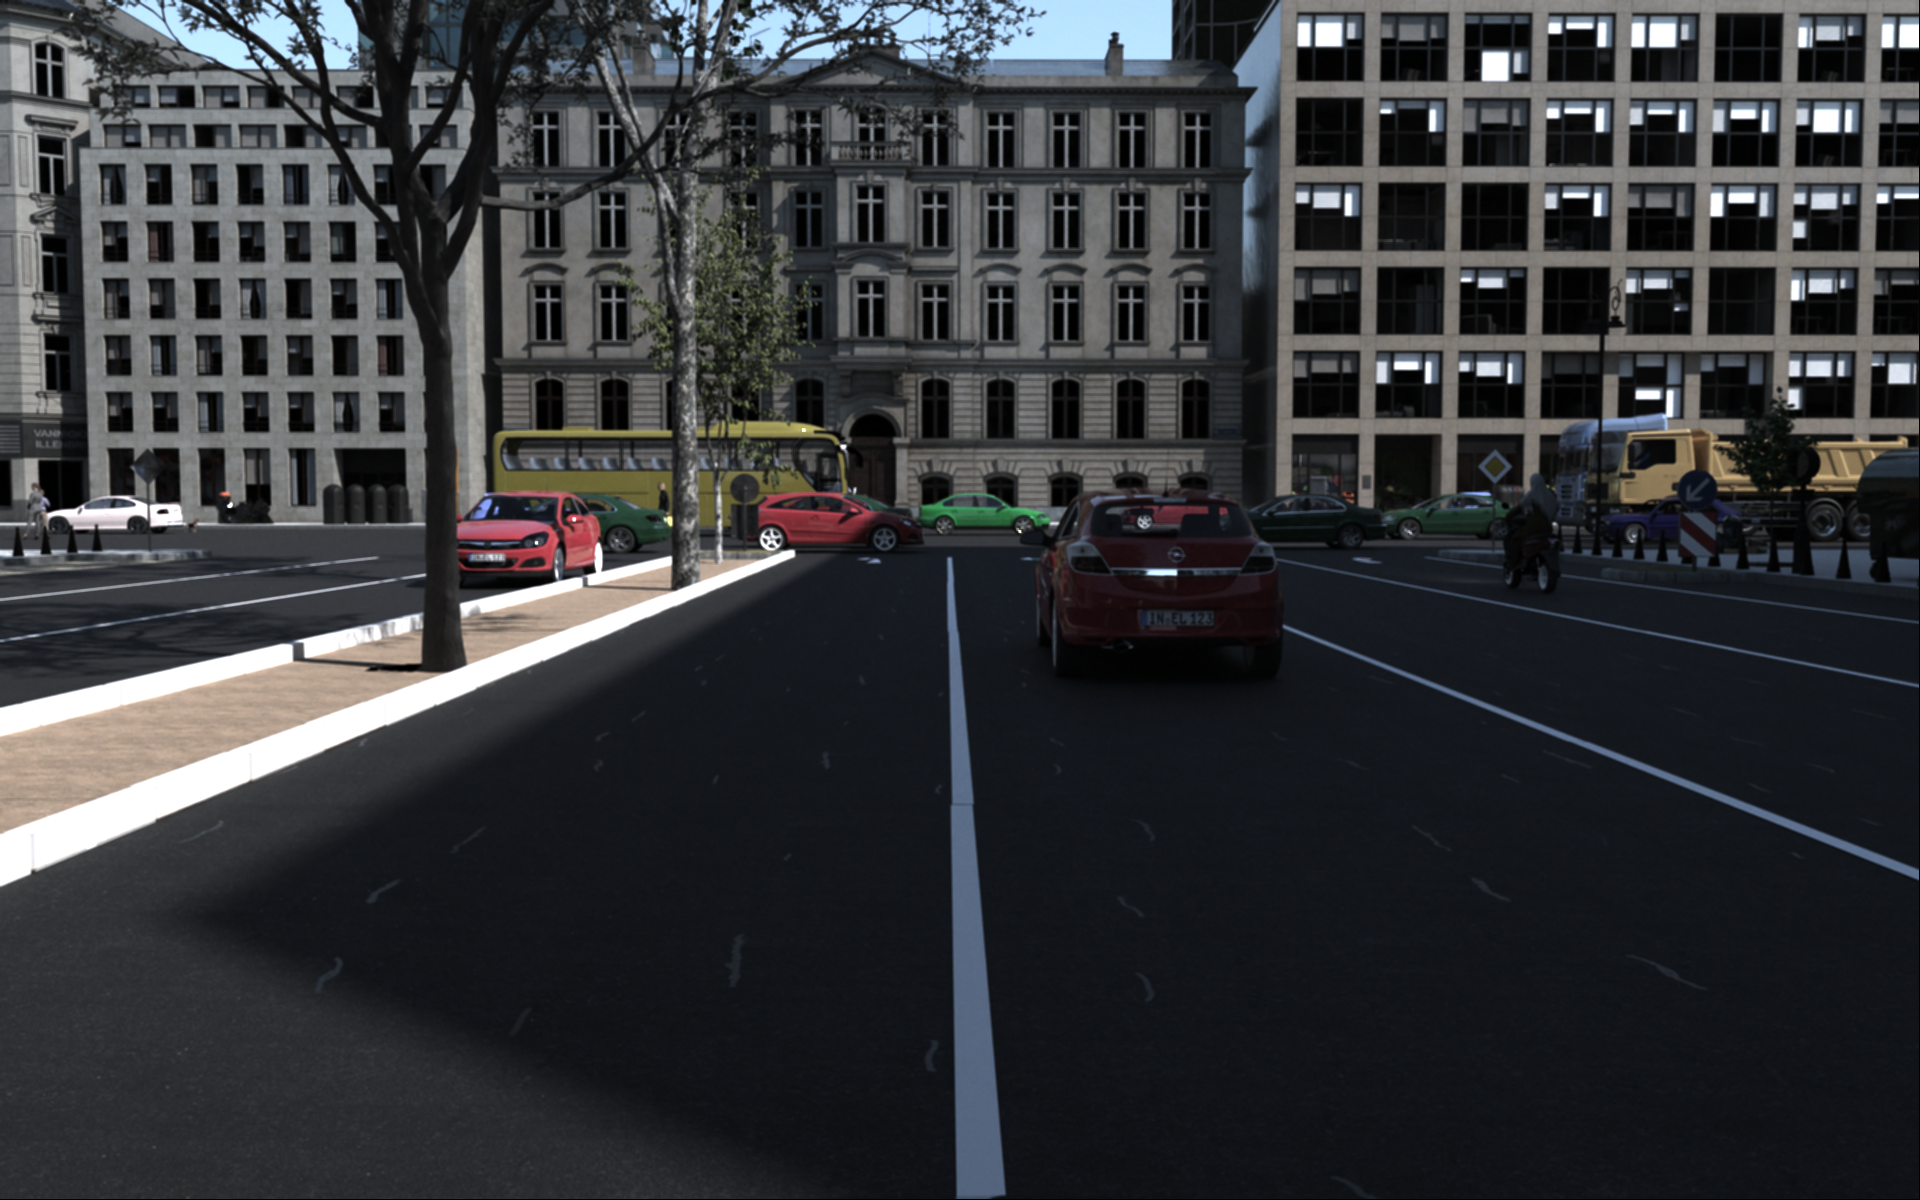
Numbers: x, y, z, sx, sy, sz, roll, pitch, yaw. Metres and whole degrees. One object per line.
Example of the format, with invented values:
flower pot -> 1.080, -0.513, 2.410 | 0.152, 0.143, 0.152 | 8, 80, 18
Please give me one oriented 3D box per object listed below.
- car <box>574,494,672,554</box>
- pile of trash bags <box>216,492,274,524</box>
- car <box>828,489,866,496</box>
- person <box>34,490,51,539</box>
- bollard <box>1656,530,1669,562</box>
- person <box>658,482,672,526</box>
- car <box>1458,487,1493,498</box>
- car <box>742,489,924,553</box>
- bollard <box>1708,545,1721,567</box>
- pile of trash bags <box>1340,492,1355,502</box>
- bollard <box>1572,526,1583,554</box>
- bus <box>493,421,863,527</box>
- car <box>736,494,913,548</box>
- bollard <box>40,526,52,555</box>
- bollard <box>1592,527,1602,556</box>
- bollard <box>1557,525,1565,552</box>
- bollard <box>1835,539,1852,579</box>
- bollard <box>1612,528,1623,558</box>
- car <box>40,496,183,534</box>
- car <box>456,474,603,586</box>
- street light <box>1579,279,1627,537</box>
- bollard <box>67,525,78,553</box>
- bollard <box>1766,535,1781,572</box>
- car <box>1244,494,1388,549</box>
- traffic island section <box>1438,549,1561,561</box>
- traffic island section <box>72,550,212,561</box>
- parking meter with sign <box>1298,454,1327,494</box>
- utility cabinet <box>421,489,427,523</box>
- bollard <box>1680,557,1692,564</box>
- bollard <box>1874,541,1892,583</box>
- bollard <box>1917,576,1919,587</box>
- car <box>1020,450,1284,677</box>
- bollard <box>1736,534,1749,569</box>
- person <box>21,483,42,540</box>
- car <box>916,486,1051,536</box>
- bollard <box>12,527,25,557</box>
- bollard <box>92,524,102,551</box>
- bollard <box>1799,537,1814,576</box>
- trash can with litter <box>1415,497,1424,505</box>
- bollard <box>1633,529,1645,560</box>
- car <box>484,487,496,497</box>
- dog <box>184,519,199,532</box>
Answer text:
car -> -9.569, -1.876, 42.463 | 4.920, 1.459, 2.131 | 0, 4, -2
pile of trash bags -> -31.131, -3.972, 74.697 | 3.447, 1.369, 1.912 | 3, 5, 43
car -> -4.746, -2.886, 56.231 | 4.494, 1.783, 2.155 | 0, 4, 1
person -> -29.451, -2.751, 55.539 | 0.516, 1.574, 0.319 | 0, 4, 3
bollard -> 13.342, -1.030, 32.889 | 0.229, 0.601, 0.229 | 0, 3, 0
person -> -9.259, -2.773, 54.048 | 0.699, 1.804, 1.509 | 0, 4, -5
car -> 20.531, -3.630, 68.939 | 1.945, 1.707, 3.694 | 0, 4, 1
car -> -3.123, -2.061, 42.737 | 4.494, 1.783, 2.155 | 0, 3, 0
bollard -> 13.359, -0.894, 30.661 | 0.229, 0.601, 0.229 | 0, 3, 0
pile of trash bags -> 15.073, -3.890, 73.358 | 3.447, 1.369, 1.912 | -1, 4, -12
bollard -> 13.305, -1.301, 37.310 | 0.229, 0.601, 0.229 | 0, 3, 0
bus -> -9.457, -4.122, 58.948 | 12.252, 3.916, 2.896 | 0, 4, -2
car -> -3.626, -2.143, 46.844 | 4.920, 1.459, 2.131 | 0, 4, -1
bollard -> -19.336, -1.259, 36.622 | 0.229, 0.601, 0.229 | 0, 3, 0
bollard -> 13.315, -1.233, 36.196 | 0.229, 0.601, 0.229 | 0, 3, 0
bollard -> 13.300, -1.368, 38.410 | 0.229, 0.601, 0.229 | 0, 3, 0
bollard -> 13.395, -0.624, 26.239 | 0.229, 0.601, 0.229 | 0, 3, 0
bollard -> 13.325, -1.165, 35.089 | 0.229, 0.601, 0.229 | 0, 3, 0
car -> -30.811, -3.090, 62.878 | 4.827, 1.381, 2.083 | 0, 4, -1
car -> -7.063, -1.167, 28.117 | 2.155, 1.783, 4.494 | 0, 4, 1
street light -> 13.812, -3.949, 37.351 | 0.468, 5.910, 1.993 | 0, 4, 0
bollard -> -19.345, -1.326, 37.726 | 0.229, 0.601, 0.229 | 0, 3, 0
bollard -> 13.376, -0.760, 28.461 | 0.229, 0.601, 0.229 | 0, 3, 0
car -> 8.739, -2.069, 45.631 | 4.920, 1.459, 2.131 | 0, 4, -1
traffic island section -> 11.869, -0.992, 38.499 | 2.009, 0.180, 2.903 | 0, 4, 0
traffic island section -> -17.921, -0.978, 38.267 | 2.009, 0.180, 2.903 | 0, 4, 0
parking meter with sign -> 15.496, -4.808, 74.878 | 1.738, 3.016, 0.543 | 1, 4, 15
utility cabinet -> -22.789, -4.061, 75.071 | 1.173, 1.500, 0.318 | 2, 4, 23
bollard -> 13.346, -0.962, 31.769 | 0.229, 0.601, 0.229 | 0, 3, 0
bollard -> 13.404, -0.556, 25.139 | 0.229, 0.601, 0.229 | 0, 3, 0
bollard -> 13.416, -0.489, 24.035 | 0.229, 0.601, 0.229 | 0, 3, 0
car -> 1.616, -0.369, 15.077 | 2.155, 1.783, 4.494 | 0, 3, 0
bollard -> 13.367, -0.827, 29.561 | 0.229, 0.601, 0.229 | 0, 3, 0
person -> -29.211, -2.795, 54.469 | 0.573, 1.790, 0.520 | -1, 4, -8
car -> 0.805, -3.163, 60.518 | 4.718, 1.807, 1.959 | 0, 4, 0
bollard -> -19.324, -1.191, 35.522 | 0.229, 0.601, 0.229 | 0, 3, 0
bollard -> -19.352, -1.394, 38.826 | 0.229, 0.601, 0.229 | 0, 3, 0
bollard -> 13.384, -0.692, 27.350 | 0.229, 0.601, 0.229 | 0, 3, 0
trash can with litter -> 20.463, -3.948, 75.941 | 1.055, 1.170, 0.624 | 1, 4, 19
bollard -> 13.332, -1.098, 33.989 | 0.229, 0.601, 0.229 | 0, 3, 0
car -> -13.534, -2.766, 54.820 | 3.694, 1.707, 1.945 | 0, 4, 1
dog -> -28.850, -2.798, 65.042 | 0.540, 0.507, 0.406 | -1, 4, -20
